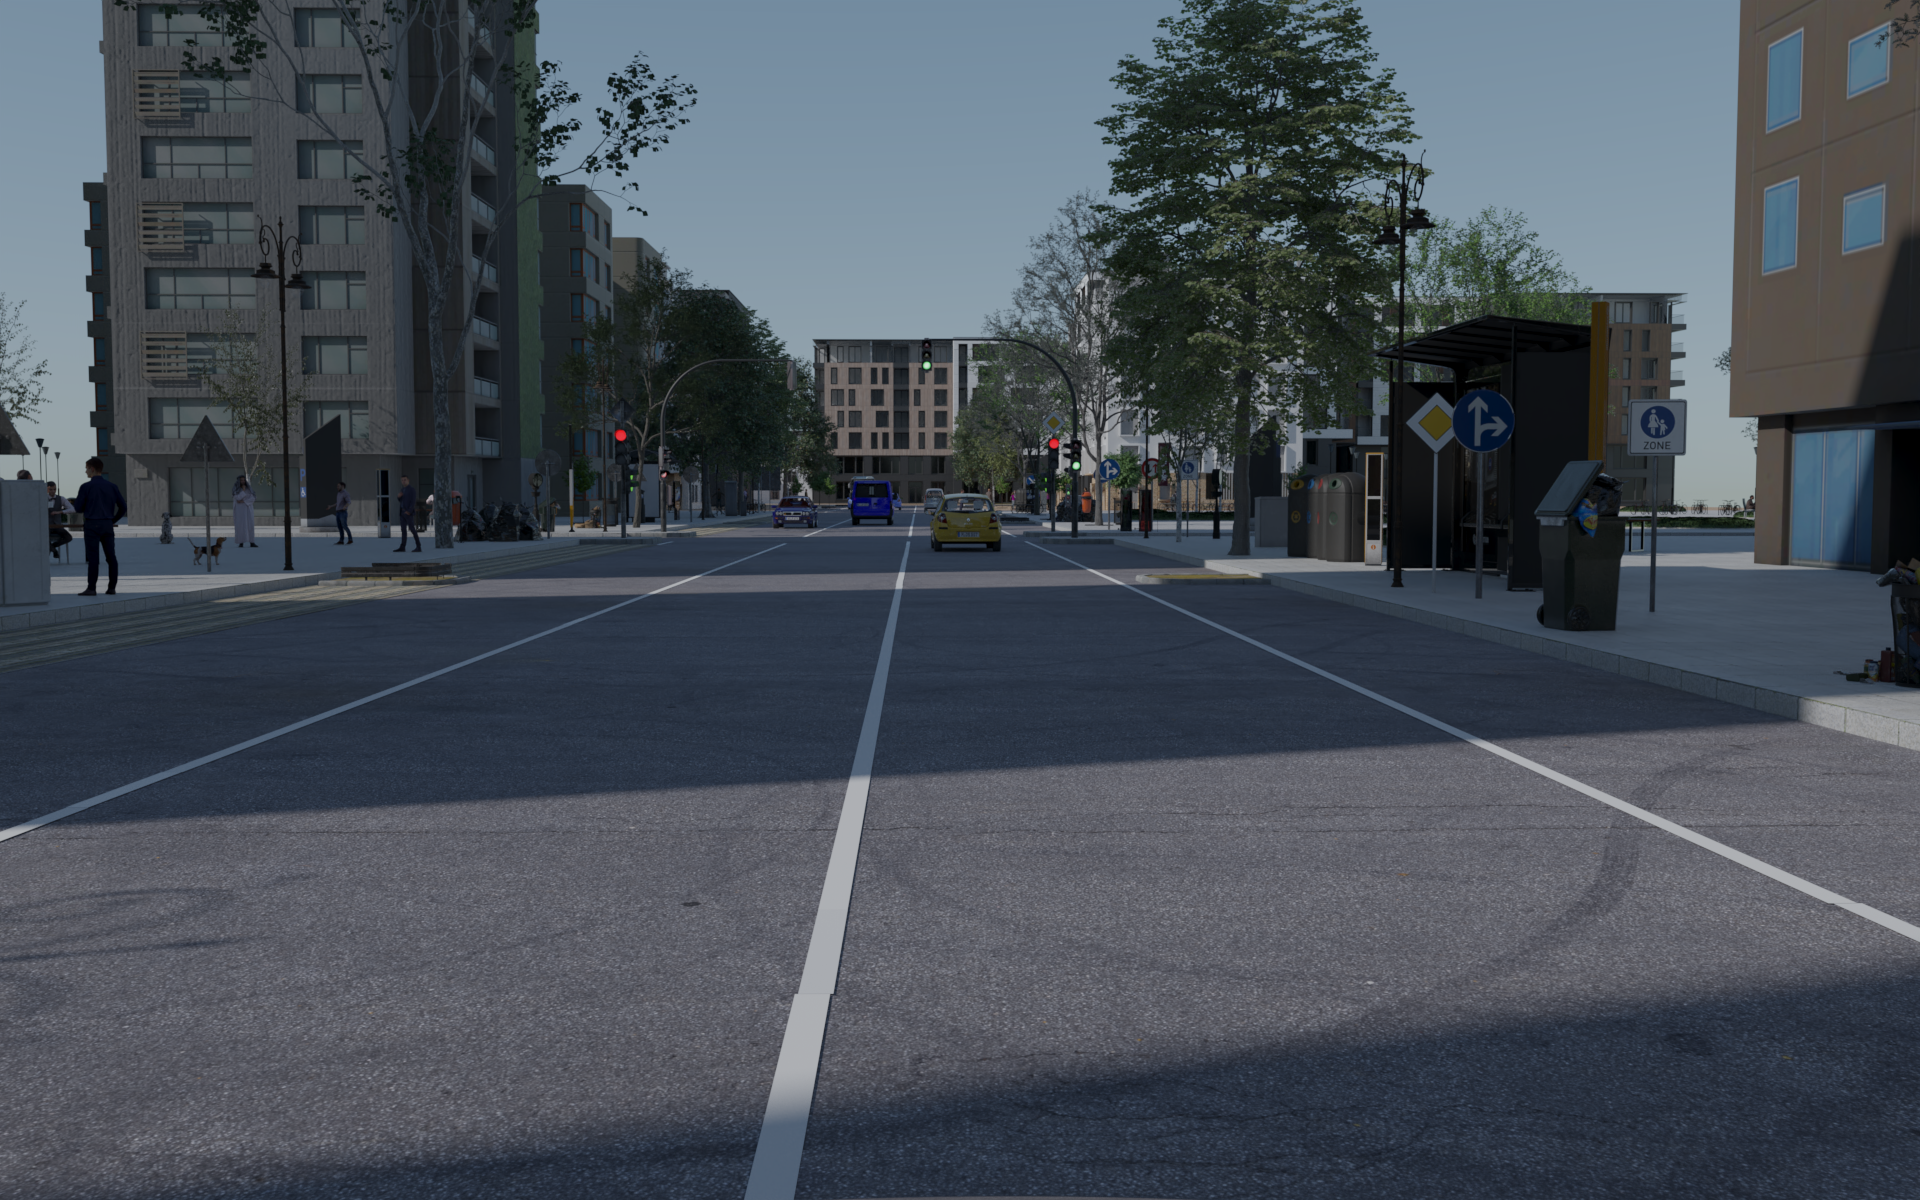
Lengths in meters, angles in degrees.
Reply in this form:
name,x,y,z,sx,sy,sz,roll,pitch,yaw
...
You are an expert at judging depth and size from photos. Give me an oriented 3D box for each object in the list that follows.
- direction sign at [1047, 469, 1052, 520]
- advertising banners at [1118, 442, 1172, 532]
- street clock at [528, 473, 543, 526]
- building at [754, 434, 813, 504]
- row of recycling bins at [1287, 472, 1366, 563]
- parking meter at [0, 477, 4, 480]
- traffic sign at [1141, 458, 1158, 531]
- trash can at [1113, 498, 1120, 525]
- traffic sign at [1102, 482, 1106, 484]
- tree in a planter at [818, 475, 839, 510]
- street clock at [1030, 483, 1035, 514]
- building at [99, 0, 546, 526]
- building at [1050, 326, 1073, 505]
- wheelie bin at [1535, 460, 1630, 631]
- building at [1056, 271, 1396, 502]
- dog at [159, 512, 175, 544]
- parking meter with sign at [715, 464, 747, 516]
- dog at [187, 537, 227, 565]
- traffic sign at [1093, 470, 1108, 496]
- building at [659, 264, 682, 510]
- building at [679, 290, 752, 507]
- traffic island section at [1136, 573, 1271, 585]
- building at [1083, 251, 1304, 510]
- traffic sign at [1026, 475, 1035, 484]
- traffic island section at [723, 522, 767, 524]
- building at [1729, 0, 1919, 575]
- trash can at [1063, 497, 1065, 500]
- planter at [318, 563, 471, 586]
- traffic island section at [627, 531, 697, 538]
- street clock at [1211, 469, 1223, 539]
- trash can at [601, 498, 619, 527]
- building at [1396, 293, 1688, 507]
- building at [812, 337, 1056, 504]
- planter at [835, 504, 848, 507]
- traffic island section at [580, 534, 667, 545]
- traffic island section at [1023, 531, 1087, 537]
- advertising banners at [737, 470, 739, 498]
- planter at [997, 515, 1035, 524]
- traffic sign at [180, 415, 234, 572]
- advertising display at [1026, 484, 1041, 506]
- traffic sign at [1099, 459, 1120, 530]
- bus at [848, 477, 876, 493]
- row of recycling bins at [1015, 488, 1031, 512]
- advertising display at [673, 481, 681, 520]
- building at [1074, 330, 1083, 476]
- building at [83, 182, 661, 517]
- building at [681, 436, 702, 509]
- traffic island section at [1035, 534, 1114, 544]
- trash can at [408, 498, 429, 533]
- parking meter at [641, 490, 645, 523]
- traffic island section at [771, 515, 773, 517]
name,x,y,z,sx,sy,sz,roll,pitch,yaw
direction sign,4.422,-5.645,84.288,0.379,3.537,0.876,1,4,9
advertising banners,6.286,-3.840,58.968,2.074,3.025,0.090,3,4,37
street clock,-14.590,-3.365,59.589,0.358,2.002,0.471,2,4,33
building,-33.489,-17.580,229.578,28.070,9.664,9.099,0,4,-1
row of recycling bins,7.322,-1.654,34.156,1.069,1.692,3.534,0,4,-5
parking meter,-12.212,-0.819,21.798,0.372,1.533,0.369,0,3,0
traffic sign,6.724,-3.705,60.677,0.768,2.556,0.104,0,4,5
trash can,6.691,-3.689,71.971,0.748,1.137,0.748,0,3,0
traffic sign,6.849,-5.116,83.754,0.768,2.556,0.104,0,4,3
tree in a planter,-12.150,-9.997,160.675,1.991,3.239,1.994,0,4,-1
street clock,4.792,-6.699,114.106,0.358,2.002,0.471,-2,4,-28
building,-26.426,-23.863,73.749,14.154,41.232,14.086,0,4,-1
building,18.359,-20.830,196.991,16.016,20.091,11.380,0,4,-1
wheelie bin,5.910,-0.524,16.473,0.693,1.594,0.980,-1,4,-9
building,25.243,-20.239,174.879,27.936,21.610,32.646,0,4,-1
dog,-20.530,-1.846,44.570,0.513,0.831,0.800,1,4,20
parking meter with sign,-13.234,-6.355,100.170,1.738,3.016,0.543,-1,4,-15
dog,-13.628,-0.889,31.367,0.406,0.507,0.540,2,4,35
traffic sign,6.610,-4.945,80.955,0.768,2.556,0.104,0,4,1
building,-30.540,-17.283,138.994,16.016,20.091,11.380,0,4,-1
building,-39.624,-20.965,186.760,32.646,21.610,27.936,0,4,-1
traffic island section,3.917,-0.337,28.382,1.991,0.108,1.994,0,4,-1
building,18.752,-17.399,140.892,16.016,20.091,11.380,0,4,-1
traffic sign,4.861,-7.153,117.058,0.768,2.556,0.104,0,4,6
traffic island section,-10.295,-3.690,83.195,1.991,0.108,1.994,0,4,-1
building,21.391,-22.875,24.122,14.600,45.320,14.200,0,4,-1
trash can,5.706,-4.811,90.313,0.748,1.137,0.748,0,3,0
planter,-8.961,-0.405,27.767,1.991,0.319,1.994,0,4,-1
traffic island section,-10.028,-2.218,58.543,2.009,0.180,2.903,0,4,-1
street clock,7.347,-2.752,49.565,0.358,2.002,0.471,1,4,19
trash can,-13.730,-3.448,68.033,0.748,1.137,0.748,0,3,0
building,57.125,-21.142,189.642,32.646,21.610,27.936,0,4,-1
building,-3.359,-24.166,239.084,32.646,21.610,27.936,0,4,-1
planter,-12.795,-10.187,187.700,1.991,0.319,1.994,0,4,-1
traffic island section,-9.837,-1.730,50.560,2.009,0.180,2.903,0,4,-1
traffic island section,3.189,-2.237,58.854,2.009,0.180,2.903,0,4,-1
advertising banners,-16.249,-7.995,126.908,0.090,3.025,2.074,0,4,-4
planter,2.600,-3.828,83.731,1.991,0.319,1.994,0,4,-1
traffic sign,-12.396,-1.744,28.526,0.884,2.594,0.081,0,4,0
advertising display,4.876,-6.720,115.084,0.974,1.923,0.123,1,4,9
traffic sign,5.385,-3.816,62.499,0.768,2.556,0.104,0,4,0
bus,-9.874,-11.135,176.918,2.948,3.499,13.247,0,4,-3
row of recycling bins,4.904,-7.085,122.953,1.069,1.692,3.534,-1,4,-22
advertising display,-13.883,-4.873,84.892,0.123,1.923,0.974,0,4,5
building,18.837,-18.127,152.794,16.016,20.091,11.380,0,4,-1
building,-35.036,-16.266,110.987,27.650,21.520,28.899,0,4,-1
building,-27.625,-13.290,159.435,9.099,9.664,28.070,0,4,-1
traffic island section,3.380,-1.749,50.871,2.009,0.180,2.903,0,4,-1
trash can,-18.034,-2.808,57.559,0.748,1.137,0.748,0,3,0
parking meter,-13.980,-4.125,75.855,0.372,1.533,0.369,0,3,0
traffic island section,-10.951,-5.347,110.288,1.991,0.108,1.994,0,4,-1
